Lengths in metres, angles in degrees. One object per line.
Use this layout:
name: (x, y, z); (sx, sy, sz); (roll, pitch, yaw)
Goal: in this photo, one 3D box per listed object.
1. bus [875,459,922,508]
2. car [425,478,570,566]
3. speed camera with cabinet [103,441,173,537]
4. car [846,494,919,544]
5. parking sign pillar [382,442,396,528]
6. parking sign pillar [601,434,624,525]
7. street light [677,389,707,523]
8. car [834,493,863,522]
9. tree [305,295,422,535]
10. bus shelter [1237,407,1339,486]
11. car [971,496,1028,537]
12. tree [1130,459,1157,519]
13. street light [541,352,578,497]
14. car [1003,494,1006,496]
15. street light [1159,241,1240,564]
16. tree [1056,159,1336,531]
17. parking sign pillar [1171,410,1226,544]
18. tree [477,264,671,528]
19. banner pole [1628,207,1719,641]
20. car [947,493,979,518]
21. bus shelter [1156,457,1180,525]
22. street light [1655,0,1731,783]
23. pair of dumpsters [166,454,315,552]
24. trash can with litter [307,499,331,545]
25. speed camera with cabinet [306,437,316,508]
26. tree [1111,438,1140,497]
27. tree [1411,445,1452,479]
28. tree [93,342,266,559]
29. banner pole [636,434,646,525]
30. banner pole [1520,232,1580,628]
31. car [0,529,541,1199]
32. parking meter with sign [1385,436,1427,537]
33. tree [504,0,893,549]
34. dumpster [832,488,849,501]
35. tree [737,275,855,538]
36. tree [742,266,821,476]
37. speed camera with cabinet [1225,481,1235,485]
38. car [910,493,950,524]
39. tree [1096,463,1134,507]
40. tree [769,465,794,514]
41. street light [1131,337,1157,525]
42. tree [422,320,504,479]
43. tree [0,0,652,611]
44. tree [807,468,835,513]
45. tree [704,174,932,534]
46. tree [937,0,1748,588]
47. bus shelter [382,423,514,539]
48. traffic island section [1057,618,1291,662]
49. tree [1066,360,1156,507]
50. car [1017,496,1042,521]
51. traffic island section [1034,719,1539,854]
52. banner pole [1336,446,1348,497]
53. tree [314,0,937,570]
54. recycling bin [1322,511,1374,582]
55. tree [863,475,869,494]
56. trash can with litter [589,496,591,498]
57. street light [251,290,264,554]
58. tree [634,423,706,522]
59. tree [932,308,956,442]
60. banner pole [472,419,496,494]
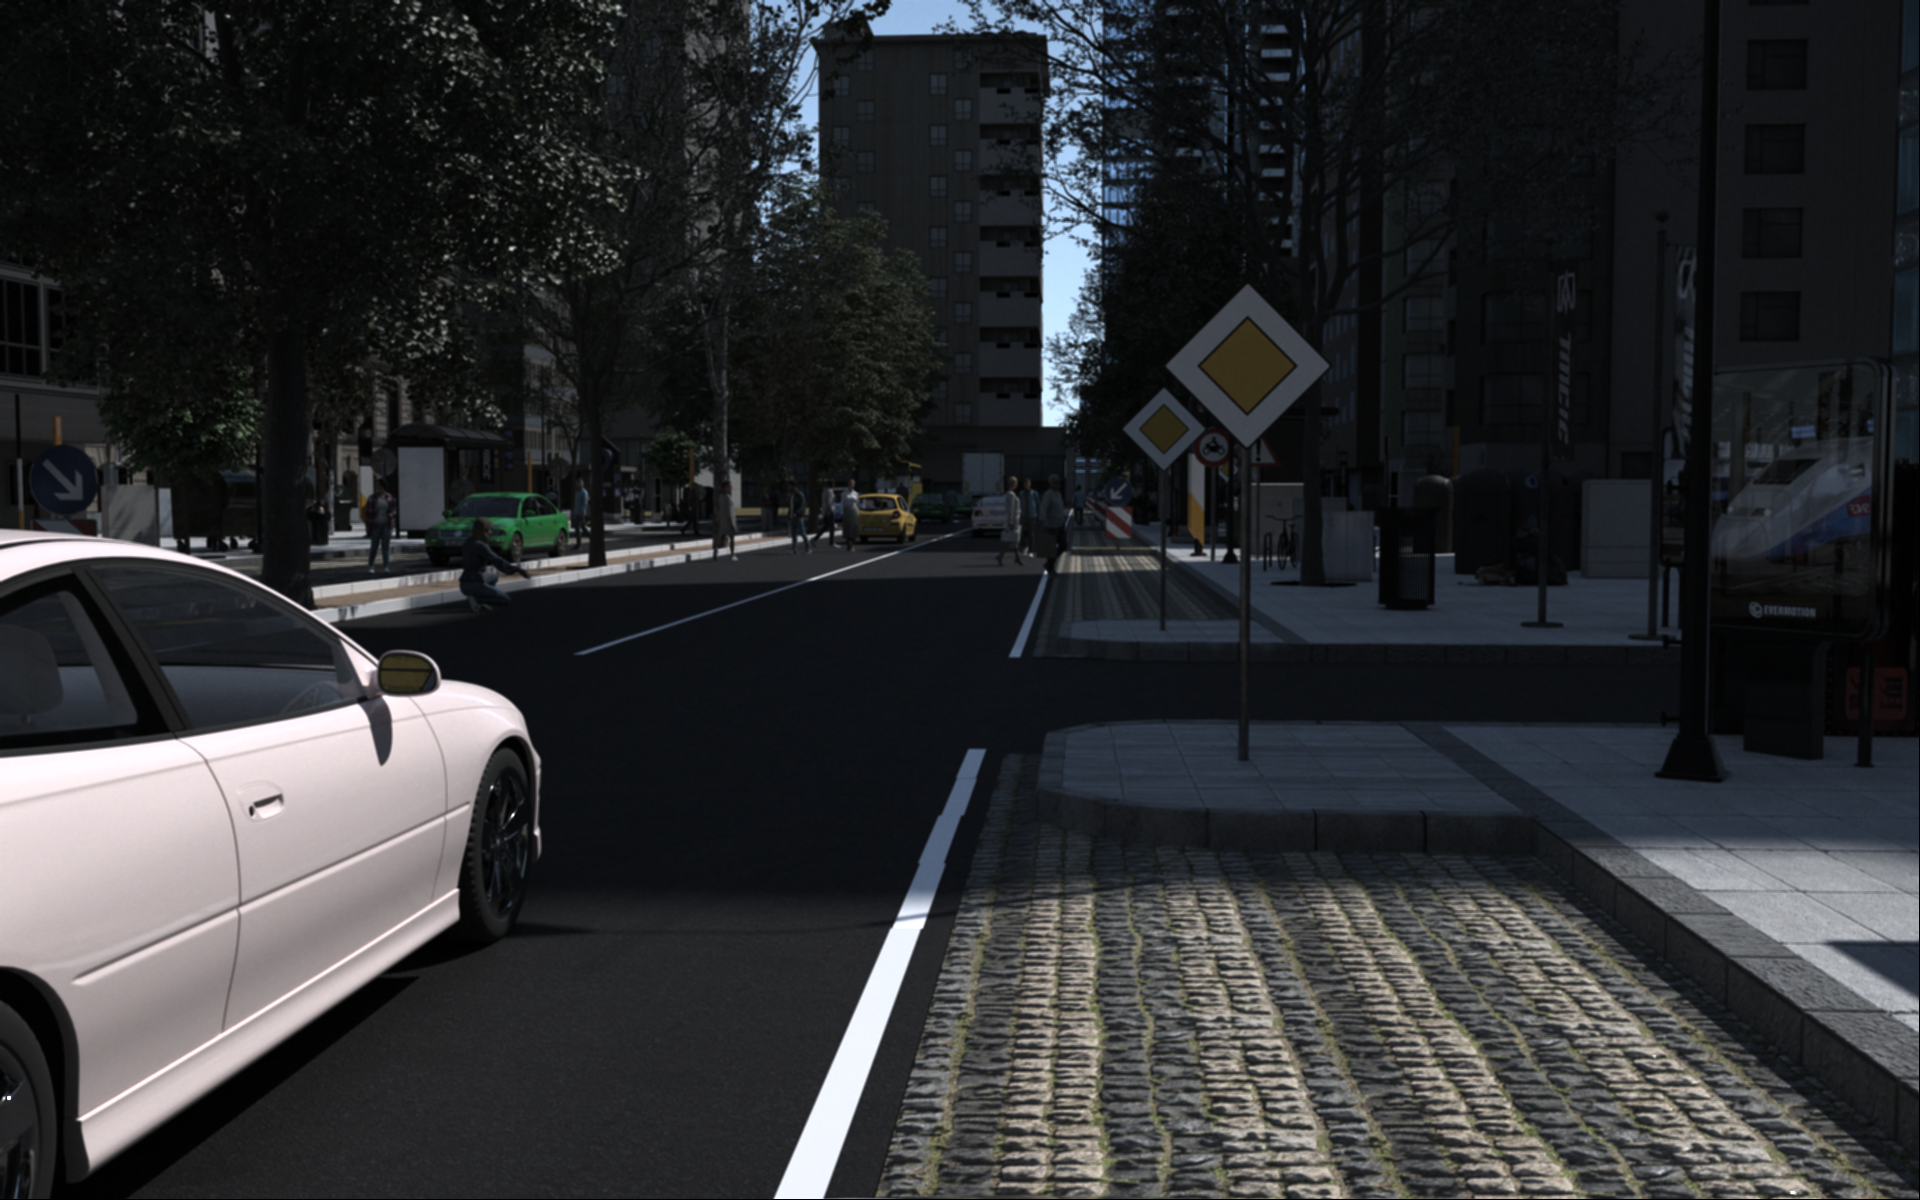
bus: (-4.288, -7.876, 120.318); (2.896, 3.916, 12.252); (0, 4, 3)
car: (-9.578, -1.668, 36.062); (1.959, 1.807, 4.718); (0, 4, 6)
speed camera with cabinet: (-24.148, -3.476, 51.168); (0.660, 3.252, 2.038); (3, 5, 43)
car: (-2.283, -2.497, 51.049); (2.015, 1.641, 3.980); (0, 4, 6)
parking sign pillar: (-21.192, -4.720, 65.640); (1.447, 3.967, 1.447); (-1, 4, -17)
parking sign pillar: (-14.971, -5.191, 73.348); (1.447, 3.967, 1.447); (2, 4, 35)
street light: (-11.837, -6.352, 76.403); (1.470, 5.913, 1.316); (0, 4, 4)
car: (-5.603, -4.856, 88.995); (1.945, 1.707, 3.694); (0, 4, 3)
tree: (-19.585, -6.334, 53.915); (4.360, 8.622, 3.978); (0, 3, 0)
bus shelter: (8.382, -4.181, 45.991); (2.179, 5.291, 8.768); (0, 4, 4)
car: (1.381, -2.840, 58.799); (2.083, 1.381, 4.827); (0, 4, 3)
tree: (9.598, -5.670, 87.306); (1.663, 3.219, 1.824); (0, 3, 0)
street light: (-13.180, -5.162, 56.940); (1.470, 5.913, 1.316); (0, 4, 4)
car: (3.502, -8.647, 153.169); (2.131, 1.459, 4.920); (0, 4, 3)
street light: (4.457, -3.629, 31.882); (1.470, 5.913, 1.316); (0, 4, 4)
tree: (8.106, -8.714, 59.488); (9.611, 12.733, 9.660); (0, 3, 0)
parking sign pillar: (6.210, -3.457, 44.988); (1.447, 3.967, 1.447); (-1, 4, -23)
tree: (-14.543, -7.930, 64.061); (8.767, 10.594, 7.601); (1, 4, 18)
banner pole: (6.346, -1.547, 15.317); (0.863, 3.779, 0.401); (-1, 4, -23)
car: (0.108, -5.798, 103.597); (1.959, 1.807, 4.718); (0, 4, 3)
bus shelter: (8.656, -4.547, 68.263); (2.014, 3.302, 5.546); (0, 4, 4)
street light: (2.794, -2.153, 7.739); (1.470, 5.913, 1.316); (0, 4, 4)
pair of dumpsters: (-16.622, -2.300, 40.103); (1.574, 2.255, 4.437); (0, 4, 4)
trash can with litter: (-16.292, -1.952, 43.298); (1.055, 1.170, 0.624); (0, 4, 5)
speed camera with cabinet: (-22.856, -4.028, 60.198); (0.660, 3.252, 2.038); (-2, 4, -29)
tree: (11.075, -9.843, 111.292); (4.360, 8.622, 3.978); (0, 3, 0)
tree: (18.590, -4.533, 68.718); (1.663, 3.219, 1.824); (0, 3, 0)
tree: (-15.390, -3.098, 34.372); (4.285, 4.588, 4.351); (0, 3, 0)
banner pole: (-13.209, -5.019, 72.076); (0.401, 3.779, 0.863); (-2, 4, -30)
banner pole: (5.665, -1.617, 16.455); (0.401, 3.779, 0.863); (0, 4, -5)
car: (-2.459, 0.502, 4.158); (2.083, 1.381, 4.827); (0, 4, 3)
parking meter with sign: (13.717, -3.423, 52.227); (1.738, 3.016, 0.543); (1, 4, 18)
tree: (-7.374, -11.438, 45.359); (12.611, 20.169, 13.585); (0, 3, 0)
dumpster: (-7.676, -6.526, 114.922); (1.865, 1.857, 1.264); (0, 4, 4)
tree: (-5.432, -6.287, 55.616); (4.360, 8.622, 3.978); (0, 3, 0)
tree: (-12.371, -11.315, 91.655); (9.857, 13.997, 8.962); (0, 3, 0)
speed camera with cabinet: (14.882, -5.876, 90.408); (2.038, 3.252, 0.660); (1, 4, 17)
car: (-1.444, -4.648, 84.798); (1.959, 1.807, 4.718); (0, 4, 4)
tree: (13.763, -10.339, 152.764); (4.285, 4.588, 4.351); (0, 3, 0)
tree: (-11.319, -7.052, 109.906); (1.663, 3.219, 1.824); (0, 3, 0)
street light: (5.766, -4.823, 51.393); (1.470, 5.913, 1.316); (0, 4, 4)
tree: (-21.060, -7.477, 72.615); (4.360, 8.622, 3.978); (0, 3, 0)
tree: (-8.008, -6.795, 20.208); (9.857, 13.997, 8.962); (0, 3, 0)
tree: (-9.969, -7.613, 119.068); (1.663, 3.219, 1.824); (0, 3, 0)
tree: (-5.300, -8.628, 61.646); (7.486, 12.596, 7.792); (0, 3, 0)
tree: (4.805, -6.936, 23.776); (12.009, 13.543, 11.850); (0, 3, 0)
bus shelter: (-15.254, -3.553, 52.021); (2.014, 3.302, 5.546); (0, 4, 4)
traffic island section: (1.930, 0.364, 16.322); (2.009, 0.180, 2.903); (0, 4, 4)
tree: (9.912, -10.029, 98.394); (7.601, 10.594, 8.767); (2, 4, 23)
car: (3.696, -5.056, 95.251); (1.945, 1.354, 3.894); (0, 4, 4)
traffic island section: (1.386, 0.852, 8.355); (2.009, 0.180, 2.903); (0, 4, 4)
banner pole: (19.651, -6.080, 89.429); (0.863, 3.779, 0.401); (-1, 4, -19)
tree: (-6.892, -7.318, 32.476); (12.009, 13.543, 11.850); (0, 3, 0)
recycling bin: (5.748, -0.801, 25.647); (0.722, 1.027, 0.722); (1, 4, 16)
tree: (-7.717, -9.656, 152.474); (1.663, 3.219, 1.824); (0, 3, 0)
trash can with litter: (-19.689, -4.926, 91.600); (1.678, 1.210, 2.233); (1, 4, 14)
street light: (-14.545, -3.948, 37.092); (1.470, 5.913, 1.316); (0, 4, 4)
tree: (-13.312, -5.909, 80.321); (4.285, 4.588, 4.351); (0, 3, 0)
tree: (-4.390, -9.220, 71.332); (7.486, 12.596, 7.792); (0, 3, 0)
banner pole: (-15.398, -4.021, 55.768); (0.863, 3.779, 0.401); (-1, 4, -18)
